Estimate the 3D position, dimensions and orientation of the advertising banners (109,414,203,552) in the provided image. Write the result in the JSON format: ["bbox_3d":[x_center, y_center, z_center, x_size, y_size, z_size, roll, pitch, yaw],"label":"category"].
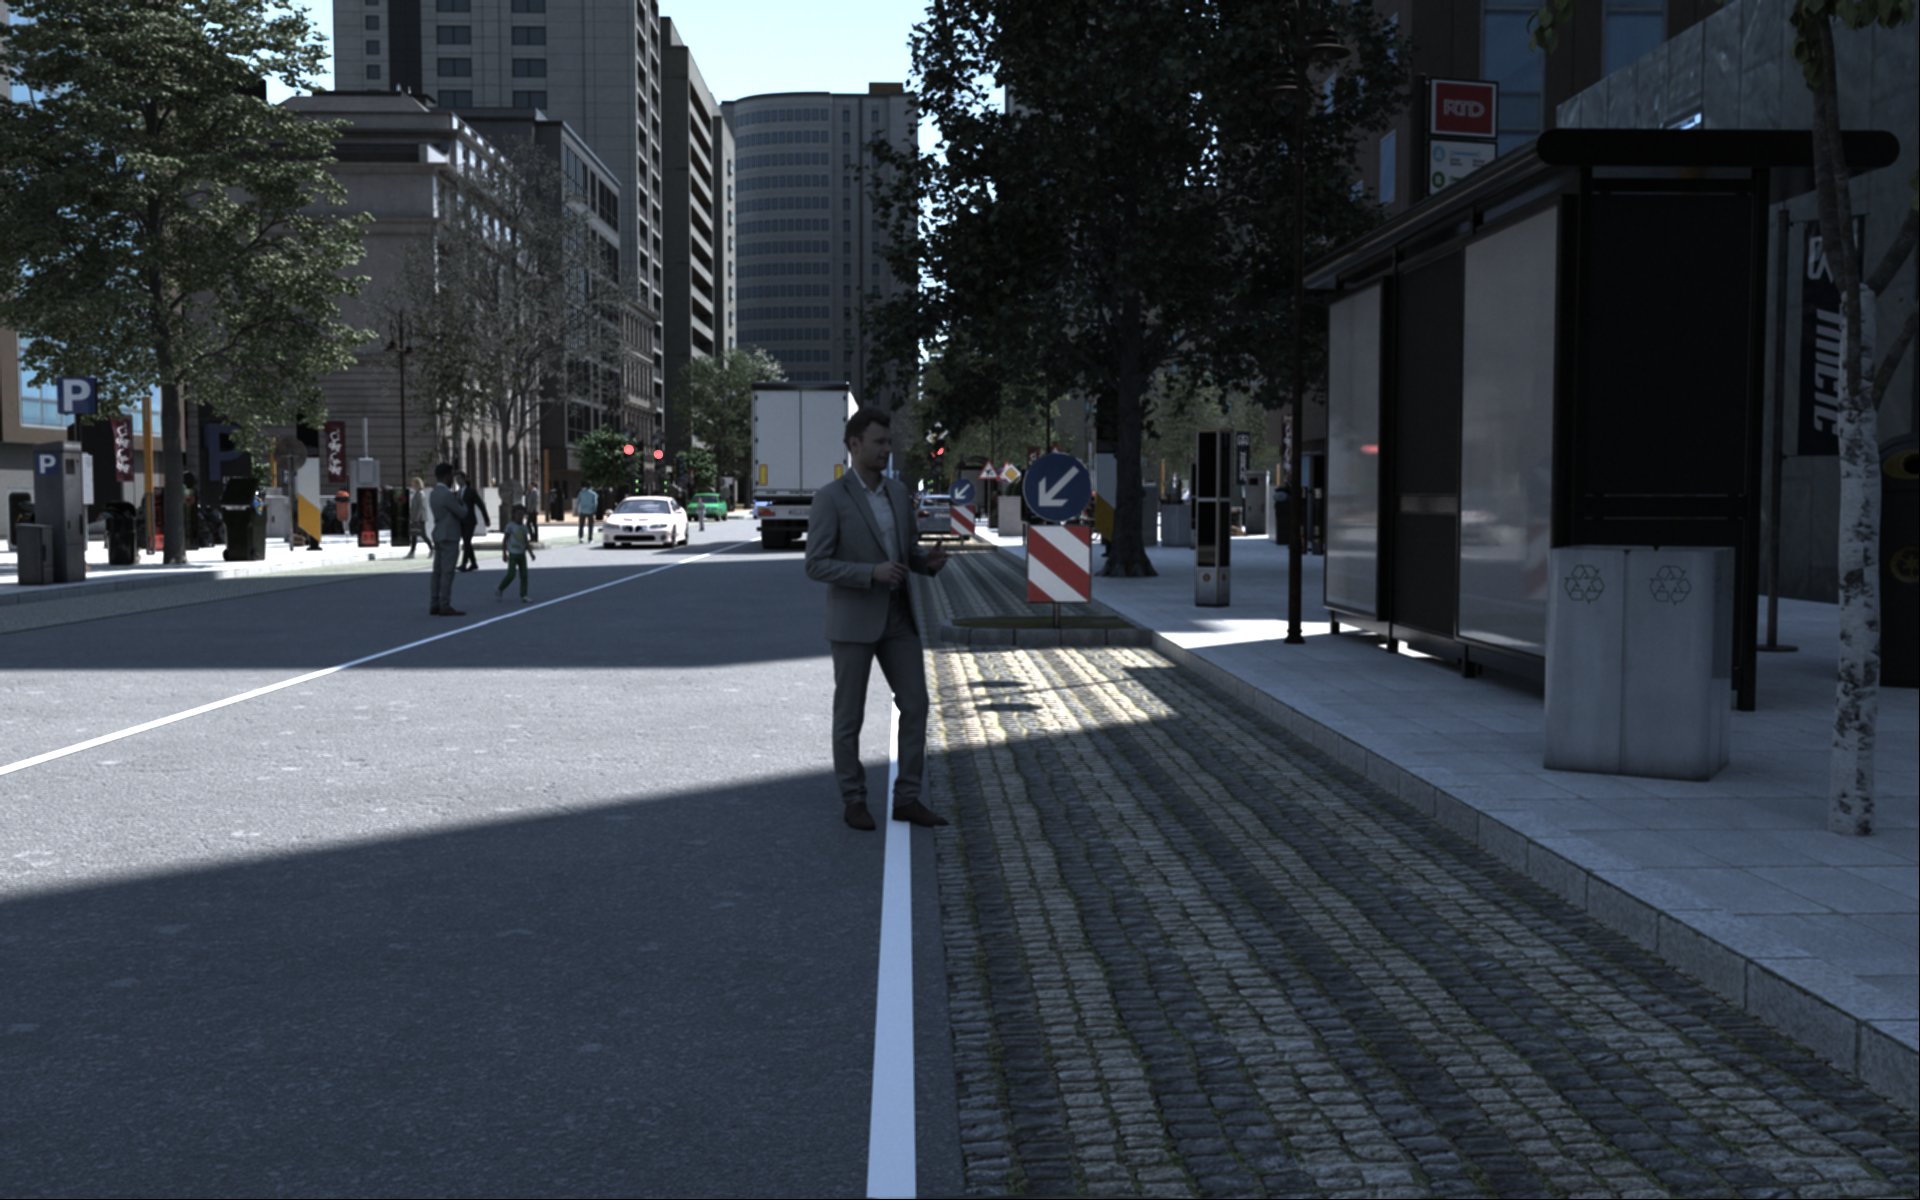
[{"bbox_3d":[-17.911,-2.594,38.607,0.090,3.025,2.074,3,4,36],"label":"advertising banners"}]

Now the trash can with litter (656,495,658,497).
[{"bbox_3d":[-21.063,-6.651,119.799,1.678,1.210,2.233,-1,4,-17],"label":"trash can with litter"}]

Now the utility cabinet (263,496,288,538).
[{"bbox_3d":[-20.218,-2.404,50.462,1.020,1.237,0.306,-1,4,-21],"label":"utility cabinet"}]

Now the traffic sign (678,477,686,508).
[{"bbox_3d":[-17.142,-6.394,106.674,0.606,2.300,0.079,0,4,0],"label":"traffic sign"}]

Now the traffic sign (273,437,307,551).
[{"bbox_3d":[-15.072,-2.378,38.981,0.768,2.556,0.104,0,4,3],"label":"traffic sign"}]

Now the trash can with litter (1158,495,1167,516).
[{"bbox_3d":[11.710,-5.565,102.048,1.678,1.210,2.233,3,5,43],"label":"trash can with litter"}]

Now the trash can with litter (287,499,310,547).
[{"bbox_3d":[-16.213,-1.912,42.645,0.624,1.170,1.055,-1,4,-15],"label":"trash can with litter"}]

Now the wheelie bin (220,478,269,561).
[{"bbox_3d":[-13.762,-1.553,33.298,0.980,1.594,0.693,1,4,10],"label":"wheelie bin"}]

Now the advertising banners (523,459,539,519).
[{"bbox_3d":[-21.733,-5.590,87.590,0.090,3.025,2.074,-3,4,-39],"label":"advertising banners"}]

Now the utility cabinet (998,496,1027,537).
[{"bbox_3d":[1.661,-2.509,52.181,1.020,1.237,0.306,0,4,4],"label":"utility cabinet"}]

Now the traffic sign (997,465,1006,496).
[{"bbox_3d":[1.977,-4.641,75.989,0.768,2.556,0.104,0,4,5],"label":"traffic sign"}]

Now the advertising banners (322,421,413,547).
[{"bbox_3d":[-14.307,-2.795,41.887,2.074,3.025,0.090,-2,4,-25],"label":"advertising banners"}]

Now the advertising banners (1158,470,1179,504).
[{"bbox_3d":[15.330,-8.052,127.831,2.074,3.025,0.090,-3,5,-41],"label":"advertising banners"}]

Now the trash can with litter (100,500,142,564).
[{"bbox_3d":[-15.331,-1.239,31.644,0.624,1.170,1.055,-1,4,-16],"label":"trash can with litter"}]

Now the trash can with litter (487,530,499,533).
[{"bbox_3d":[-15.700,-2.791,56.686,2.233,1.210,1.678,-1,4,-14],"label":"trash can with litter"}]

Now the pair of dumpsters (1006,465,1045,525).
[{"bbox_3d":[2.490,-3.508,59.845,1.574,2.255,4.437,0,4,-2],"label":"pair of dumpsters"}]

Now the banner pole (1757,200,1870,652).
[{"bbox_3d":[6.831,-1.464,13.961,0.401,3.779,0.863,-3,5,-42],"label":"banner pole"}]

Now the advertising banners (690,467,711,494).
[{"bbox_3d":[-16.443,-6.947,109.764,2.074,3.025,0.090,3,4,38],"label":"advertising banners"}]

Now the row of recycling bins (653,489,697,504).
[{"bbox_3d":[-21.920,-7.747,133.776,3.534,1.692,1.069,-1,4,-20],"label":"row of recycling bins"}]

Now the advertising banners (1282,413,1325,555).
[{"bbox_3d":[7.317,-2.495,36.980,0.090,3.025,2.074,-1,4,-15],"label":"advertising banners"}]

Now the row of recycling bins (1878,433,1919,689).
[{"bbox_3d":[7.135,-0.212,10.579,1.069,1.692,3.534,-2,4,-28],"label":"row of recycling bins"}]

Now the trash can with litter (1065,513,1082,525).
[{"bbox_3d":[3.826,-2.687,55.313,1.055,1.170,0.624,3,5,41],"label":"trash can with litter"}]

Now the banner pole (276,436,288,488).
[{"bbox_3d":[-29.118,-5.170,74.542,0.401,3.779,0.863,3,4,37],"label":"banner pole"}]

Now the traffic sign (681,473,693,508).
[{"bbox_3d":[-16.709,-6.470,105.887,0.768,2.556,0.104,0,4,4],"label":"traffic sign"}]

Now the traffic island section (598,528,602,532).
[{"bbox_3d":[-12.696,-2.718,66.726,2.009,0.180,2.903,0,4,-2],"label":"traffic island section"}]

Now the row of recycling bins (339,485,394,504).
[{"bbox_3d":[-26.160,-4.235,76.353,1.069,1.692,3.534,1,4,15],"label":"row of recycling bins"}]

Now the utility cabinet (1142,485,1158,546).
[{"bbox_3d":[4.295,-2.041,42.049,1.173,1.500,0.318,-3,5,-39],"label":"utility cabinet"}]

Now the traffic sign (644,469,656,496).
[{"bbox_3d":[-16.037,-5.455,89.302,0.768,2.556,0.104,0,4,4],"label":"traffic sign"}]

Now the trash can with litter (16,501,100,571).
[{"bbox_3d":[-14.467,-0.996,27.676,1.055,1.170,0.624,0,4,-7],"label":"trash can with litter"}]

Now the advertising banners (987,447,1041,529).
[{"bbox_3d":[1.990,-4.157,64.147,2.074,3.025,0.090,1,4,18],"label":"advertising banners"}]

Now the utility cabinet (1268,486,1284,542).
[{"bbox_3d":[8.453,-2.278,45.917,0.318,1.500,1.173,0,4,-1],"label":"utility cabinet"}]

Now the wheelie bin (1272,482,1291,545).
[{"bbox_3d":[8.255,-2.189,43.704,0.693,1.594,0.980,1,4,17],"label":"wheelie bin"}]

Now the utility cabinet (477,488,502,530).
[{"bbox_3d":[-16.432,-3.178,60.647,0.318,1.500,1.173,1,4,21],"label":"utility cabinet"}]

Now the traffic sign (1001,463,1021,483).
[{"bbox_3d":[1.912,-3.893,64.843,0.795,2.450,0.064,0,4,2],"label":"traffic sign"}]

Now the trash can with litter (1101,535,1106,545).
[{"bbox_3d":[3.988,-1.969,43.576,1.055,1.170,0.624,-1,4,-12],"label":"trash can with litter"}]

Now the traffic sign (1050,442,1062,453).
[{"bbox_3d":[2.365,-2.630,43.003,0.884,2.594,0.081,0,4,4],"label":"traffic sign"}]

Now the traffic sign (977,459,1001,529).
[{"bbox_3d":[1.054,-3.868,63.250,0.884,2.594,0.081,0,4,0],"label":"traffic sign"}]

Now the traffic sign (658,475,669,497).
[{"bbox_3d":[-15.663,-5.469,91.555,0.606,2.300,0.079,0,4,7],"label":"traffic sign"}]

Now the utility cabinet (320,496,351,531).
[{"bbox_3d":[-21.429,-2.948,59.368,1.020,1.237,0.306,-3,4,-35],"label":"utility cabinet"}]

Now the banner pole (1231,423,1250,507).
[{"bbox_3d":[9.789,-4.335,60.890,0.863,3.779,0.401,0,4,-5],"label":"banner pole"}]

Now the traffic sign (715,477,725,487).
[{"bbox_3d":[-18.096,-7.987,130.698,0.768,2.556,0.104,0,4,-1],"label":"traffic sign"}]

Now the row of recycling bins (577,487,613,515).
[{"bbox_3d":[-22.526,-6.109,106.998,1.069,1.692,3.534,-3,5,-45],"label":"row of recycling bins"}]

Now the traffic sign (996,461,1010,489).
[{"bbox_3d":[1.851,-4.156,67.948,0.884,2.594,0.081,0,4,7],"label":"traffic sign"}]

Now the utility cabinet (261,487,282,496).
[{"bbox_3d":[-21.513,-2.775,54.045,0.318,1.500,1.173,0,4,1],"label":"utility cabinet"}]

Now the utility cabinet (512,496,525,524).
[{"bbox_3d":[-16.385,-3.178,63.121,1.020,1.237,0.306,0,4,8],"label":"utility cabinet"}]
